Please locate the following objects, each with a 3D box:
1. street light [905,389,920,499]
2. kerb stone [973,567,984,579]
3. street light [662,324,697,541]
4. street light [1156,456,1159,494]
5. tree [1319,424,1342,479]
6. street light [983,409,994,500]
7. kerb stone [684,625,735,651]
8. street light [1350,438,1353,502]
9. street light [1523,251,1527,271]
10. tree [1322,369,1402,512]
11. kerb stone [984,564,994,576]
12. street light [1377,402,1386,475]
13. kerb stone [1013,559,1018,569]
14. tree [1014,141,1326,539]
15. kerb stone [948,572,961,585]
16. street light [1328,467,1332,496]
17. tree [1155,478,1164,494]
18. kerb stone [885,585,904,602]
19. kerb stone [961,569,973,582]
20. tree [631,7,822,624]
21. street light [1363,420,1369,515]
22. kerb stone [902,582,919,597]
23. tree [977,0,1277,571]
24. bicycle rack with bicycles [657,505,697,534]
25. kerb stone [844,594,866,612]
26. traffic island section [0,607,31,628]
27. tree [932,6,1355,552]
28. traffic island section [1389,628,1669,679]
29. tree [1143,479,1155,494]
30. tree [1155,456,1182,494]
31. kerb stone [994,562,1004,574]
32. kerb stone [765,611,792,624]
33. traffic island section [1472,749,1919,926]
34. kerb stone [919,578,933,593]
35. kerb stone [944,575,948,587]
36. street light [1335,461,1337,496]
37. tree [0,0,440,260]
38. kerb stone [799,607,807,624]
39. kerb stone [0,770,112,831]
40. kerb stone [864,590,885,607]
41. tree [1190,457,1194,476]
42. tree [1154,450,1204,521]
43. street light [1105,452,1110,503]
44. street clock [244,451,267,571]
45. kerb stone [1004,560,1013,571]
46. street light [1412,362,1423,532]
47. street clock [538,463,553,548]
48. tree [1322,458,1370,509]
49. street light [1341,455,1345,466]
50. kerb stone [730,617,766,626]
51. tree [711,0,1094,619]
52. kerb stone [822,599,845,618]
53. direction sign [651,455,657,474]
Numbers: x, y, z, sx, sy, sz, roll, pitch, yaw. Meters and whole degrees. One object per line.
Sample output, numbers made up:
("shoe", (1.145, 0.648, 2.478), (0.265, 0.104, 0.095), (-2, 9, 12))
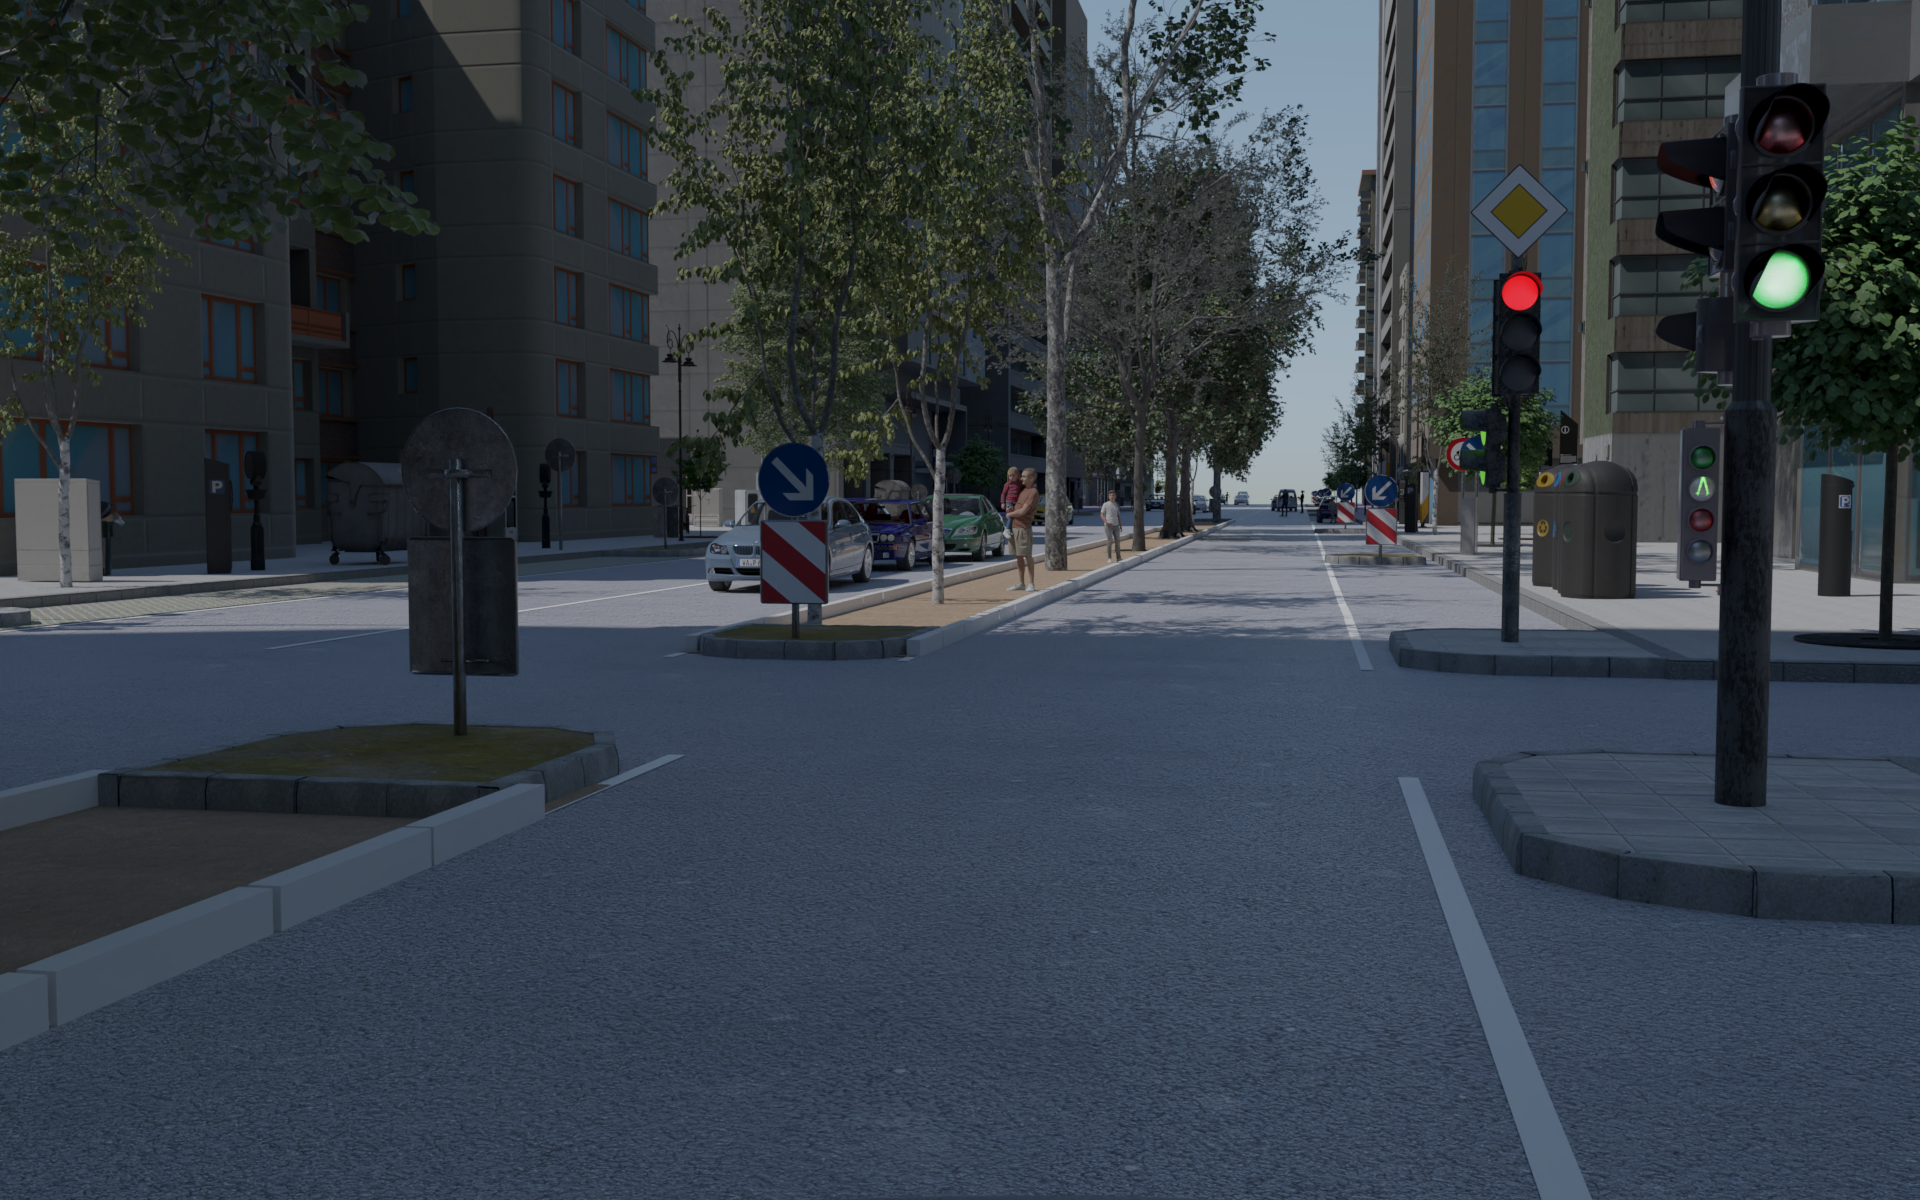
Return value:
("street light", (-2.122, -6.263, 75.189), (0.468, 5.910, 1.993), (1, 4, 11))
("kerb stone", (0.220, -0.433, 29.269), (0.120, 0.150, 1.000), (1, 4, 11))
("street light", (-7.611, -4.547, 47.136), (0.468, 5.910, 1.993), (1, 4, 11))
("street light", (23.283, -14.157, 204.250), (0.468, 5.910, 1.993), (1, 4, 11))
("tree", (38.427, -13.728, 174.812), (4.360, 8.622, 3.978), (0, 3, 0))
("street light", (1.557, -7.403, 93.819), (0.468, 5.910, 1.993), (1, 4, 11))
("kerb stone", (-2.351, 0.368, 16.211), (0.120, 0.150, 1.000), (1, 4, 11))
("street light", (30.465, -9.908, 134.781), (0.468, 5.910, 1.993), (1, 4, 11))
("street light", (10.011, -3.567, 31.111), (0.468, 5.910, 1.993), (1, 4, 11))
("tree", (23.860, -9.206, 100.876), (4.737, 8.622, 4.395), (0, 3, 0))
("kerb stone", (0.412, -0.494, 30.274), (0.120, 0.150, 1.000), (1, 4, 11))
("street light", (21.205, -6.996, 87.175), (0.468, 5.910, 1.993), (1, 4, 11))
("kerb stone", (1.009, -0.678, 33.292), (0.120, 0.150, 1.000), (1, 4, 11))
("tree", (6.806, -8.321, 55.508), (9.611, 12.733, 9.660), (0, 3, 0))
("kerb stone", (-0.183, -0.308, 27.265), (0.120, 0.150, 1.000), (1, 4, 11))
("street light", (46.347, -14.871, 215.934), (0.468, 5.910, 1.993), (1, 4, 11))
("tree", (24.145, -13.247, 211.186), (1.663, 3.219, 1.824), (0, 3, 0))
("kerb stone", (-0.961, -0.064, 23.235), (0.120, 0.150, 1.000), (1, 4, 11))
("kerb stone", (0.015, -0.371, 28.267), (0.120, 0.150, 1.000), (1, 4, 11))
("tree", (-1.434, -3.933, 17.124), (4.737, 8.622, 4.395), (0, 3, 0))
("street light", (24.920, -8.170, 106.362), (0.468, 5.910, 1.993), (1, 4, 11))
("kerb stone", (-0.771, -0.125, 24.246), (0.120, 0.150, 1.000), (1, 4, 11))
("tree", (2.816, -10.533, 30.559), (12.611, 20.169, 13.585), (0, 3, 0))
("bicycle rack with bicycles", (-9.879, -2.641, 56.568), (2.852, 0.926, 2.925), (0, 4, -6))
("kerb stone", (-1.371, 0.065, 21.229), (0.120, 0.150, 1.000), (1, 4, 11))
("traffic island section", (-11.285, 0.249, 18.202), (2.009, 0.180, 2.903), (1, 4, 11))
("tree", (4.468, -7.965, 43.062), (12.009, 13.543, 11.850), (0, 3, 0))
("traffic island section", (4.797, 0.443, 15.042), (2.009, 0.180, 2.903), (1, 4, 11))
("tree", (19.269, -11.618, 184.562), (1.663, 3.219, 1.824), (0, 3, 0))
("tree", (27.267, -16.989, 228.130), (4.360, 8.622, 3.978), (0, 3, 0))
("kerb stone", (0.613, -0.555, 31.276), (0.120, 0.150, 1.000), (1, 4, 11))
("kerb stone", (-1.961, 0.245, 18.217), (0.120, 0.150, 1.000), (1, 4, 11))
("traffic island section", (3.255, 0.922, 7.207), (2.009, 0.180, 2.903), (1, 4, 11))
("kerb stone", (-0.578, -0.186, 25.249), (0.120, 0.150, 1.000), (1, 4, 11))
("kerb stone", (-0.372, -0.248, 26.250), (0.120, 0.150, 1.000), (1, 4, 11))
("street light", (40.902, -13.155, 187.872), (0.468, 5.910, 1.993), (1, 4, 11))
("tree", (-3.311, -5.132, 4.495), (7.486, 12.596, 7.792), (0, 3, 0))
("kerb stone", (-1.763, 0.182, 19.222), (0.120, 0.150, 1.000), (1, 4, 11))
("kerb stone", (-4.063, 0.895, 7.565), (0.120, 0.150, 1.000), (1, 4, 11))
("kerb stone", (-1.172, -0.002, 22.231), (0.120, 0.150, 1.000), (1, 4, 11))
("tree", (30.667, -17.880, 242.694), (4.360, 8.622, 3.978), (0, 3, 0))
("tree", (10.052, -7.481, 75.135), (4.737, 8.622, 4.395), (0, 3, 0))
("street light", (12.676, -10.852, 150.224), (0.468, 5.910, 1.993), (1, 4, 11))
("street clock", (-11.799, -1.497, 29.050), (0.358, 2.002, 0.471), (-3, 4, -39))
("kerb stone", (0.807, -0.616, 32.281), (0.120, 0.150, 1.000), (1, 4, 11))
("street light", (15.624, -5.281, 59.140), (0.468, 5.910, 1.993), (1, 4, 11))
("street clock", (-9.790, -2.223, 40.910), (0.358, 2.002, 0.471), (0, 4, -8))
("tree", (34.763, -10.367, 153.216), (4.285, 4.588, 4.351), (0, 3, 0))
("street light", (36.078, -11.635, 163.025), (0.468, 5.910, 1.993), (1, 4, 11))
("kerb stone", (-2.161, 0.305, 17.215), (0.120, 0.150, 1.000), (1, 4, 11))
("tree", (-0.278, -4.255, 22.391), (4.737, 8.622, 4.395), (0, 3, 0))
("kerb stone", (-1.557, 0.125, 20.224), (0.120, 0.150, 1.000), (1, 4, 11))
("direction sign", (-12.286, -4.630, 67.694), (0.876, 3.537, 0.379), (0, 4, -6))
